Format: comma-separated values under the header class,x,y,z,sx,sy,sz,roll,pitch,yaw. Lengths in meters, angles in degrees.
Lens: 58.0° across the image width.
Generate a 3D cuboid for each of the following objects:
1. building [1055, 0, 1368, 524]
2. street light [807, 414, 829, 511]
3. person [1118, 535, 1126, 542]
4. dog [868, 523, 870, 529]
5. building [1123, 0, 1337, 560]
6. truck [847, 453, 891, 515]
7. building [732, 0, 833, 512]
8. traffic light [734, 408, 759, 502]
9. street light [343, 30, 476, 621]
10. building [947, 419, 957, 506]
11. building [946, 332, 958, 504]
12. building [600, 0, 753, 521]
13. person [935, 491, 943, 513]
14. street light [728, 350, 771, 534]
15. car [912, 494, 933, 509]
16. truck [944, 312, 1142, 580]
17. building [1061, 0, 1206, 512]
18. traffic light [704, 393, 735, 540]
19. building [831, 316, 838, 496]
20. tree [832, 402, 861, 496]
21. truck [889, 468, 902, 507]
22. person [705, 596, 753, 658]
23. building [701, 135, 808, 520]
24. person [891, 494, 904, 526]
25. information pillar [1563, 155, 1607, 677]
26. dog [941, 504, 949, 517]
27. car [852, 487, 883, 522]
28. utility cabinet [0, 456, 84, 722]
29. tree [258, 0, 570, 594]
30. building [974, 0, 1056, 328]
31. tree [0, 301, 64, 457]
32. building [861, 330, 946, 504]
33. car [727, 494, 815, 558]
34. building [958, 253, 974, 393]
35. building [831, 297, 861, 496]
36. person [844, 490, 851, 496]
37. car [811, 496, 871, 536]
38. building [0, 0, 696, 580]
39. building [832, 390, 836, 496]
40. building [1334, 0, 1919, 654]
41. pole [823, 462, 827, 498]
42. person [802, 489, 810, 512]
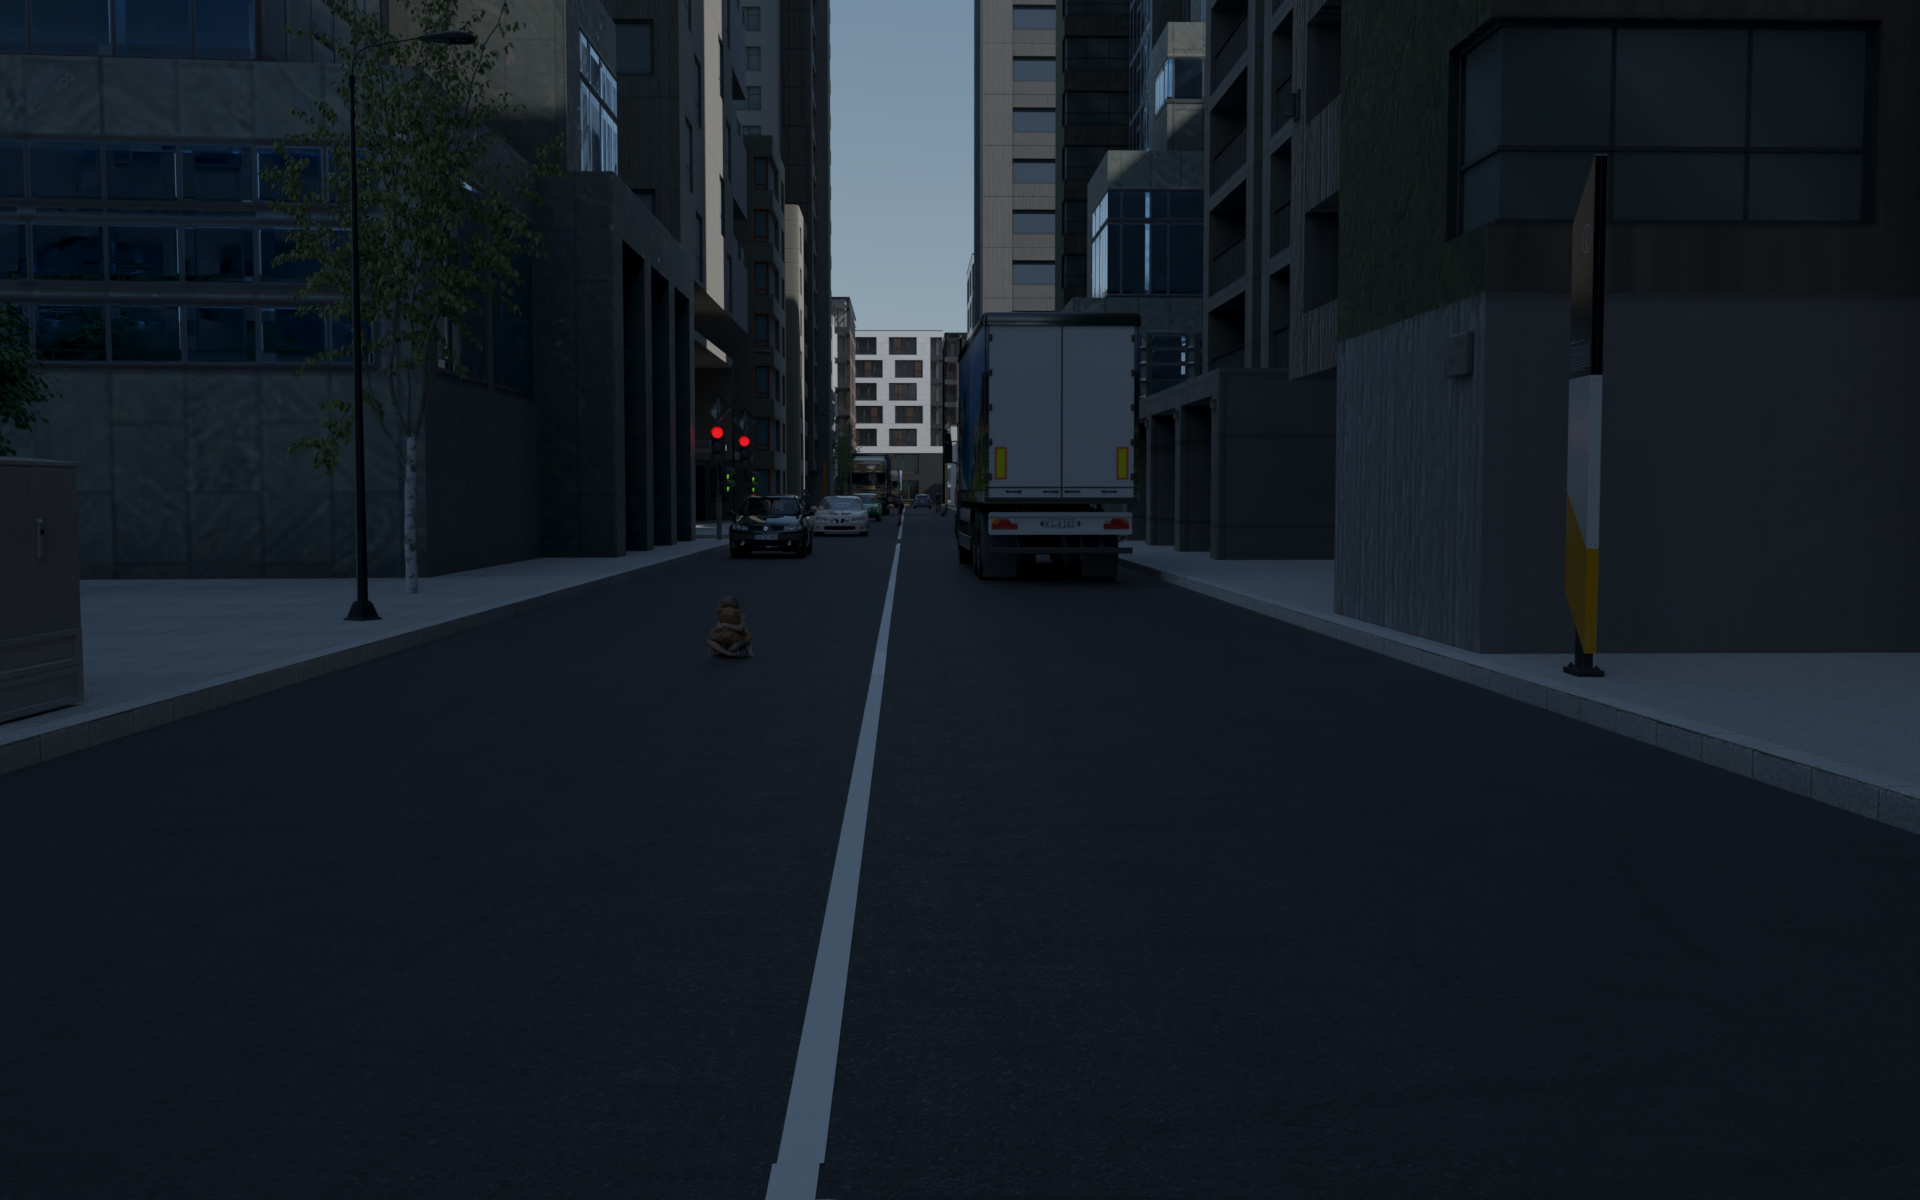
class,x,y,z,sx,sy,sz,roll,pitch,yaw
building,11.683,-19.371,88.417,14.160,30.474,14.107,0,4,-2
street light,-8.247,-7.813,100.290,1.470,5.913,1.316,0,4,-2
person,4.206,-1.818,46.245,0.381,0.543,0.357,3,5,43
dog,-3.931,-3.283,70.514,0.513,0.831,0.800,1,4,11
building,15.064,-36.581,36.346,20.563,71.187,20.611,0,4,-2
truck,-6.167,-8.050,120.532,2.839,4.237,11.283,0,4,-1
building,-16.170,-26.644,119.228,14.154,41.232,14.086,0,4,-2
traffic light,-6.942,-4.114,56.182,0.839,4.253,0.868,0,4,-2
street light,-5.552,-2.750,17.504,1.470,5.913,1.316,0,4,-2
building,3.388,-15.408,194.063,9.099,9.664,28.070,0,4,-2
building,14.041,-23.596,229.767,32.646,21.610,27.936,0,4,-2
building,-22.843,-29.260,67.640,28.713,52.752,27.495,0,4,-2
person,-1.633,-7.644,134.285,0.445,1.727,0.742,2,4,30
street light,-6.802,-5.109,56.077,1.470,5.913,1.316,0,4,-2
car,-3.648,-9.564,168.368,2.014,1.417,4.499,0,4,-1
truck,1.295,-2.654,32.308,2.839,4.237,11.283,0,4,-3
building,18.847,-46.082,66.119,31.000,86.520,22.319,0,4,-2
traffic light,-6.696,-3.626,48.201,0.839,4.253,0.868,0,4,-2
building,-19.724,-18.926,165.858,16.016,20.091,11.380,0,4,-2
tree,-10.224,-10.979,129.866,4.737,8.622,4.395,0,3,0
truck,-7.815,-12.354,190.907,2.839,4.237,11.283,0,4,0
person,-2.017,0.232,15.183,0.381,0.543,0.357,1,4,13
building,-23.289,-15.456,97.747,27.650,21.520,28.899,0,4,-2
person,-2.844,-4.101,78.776,0.697,1.427,0.421,-2,4,-35
information pillar,4.430,-1.279,12.267,0.183,3.616,0.504,0,4,2
dog,-0.994,-5.747,110.804,0.513,0.831,0.800,-1,4,-9
car,-5.043,-5.058,91.489,1.959,1.807,4.718,0,4,-1
utility cabinet,-5.456,-0.077,9.936,0.318,1.500,1.173,0,4,-2
tree,-7.131,-4.403,22.356,4.737,8.622,4.395,0,3,0
building,11.420,-35.162,116.896,21.231,58.520,28.212,0,4,-2
tree,-13.367,-2.365,22.387,4.285,4.588,4.351,0,3,0
building,-18.852,-23.561,229.198,32.646,21.610,27.936,0,4,-2
car,-4.360,-1.863,40.252,2.009,1.686,4.222,0,4,-2
building,14.475,-19.556,163.723,27.936,21.610,32.646,0,4,-2
building,-28.123,-21.333,192.771,32.646,21.610,27.936,0,4,-2
person,-11.555,-10.510,178.408,0.617,1.759,0.750,3,4,37
car,-4.127,-2.935,60.349,2.083,1.381,4.827,0,4,-2
building,-22.453,-44.098,33.674,31.000,86.520,22.319,0,4,-2
building,-14.990,-12.498,146.483,9.099,9.664,28.070,0,4,-2
building,10.974,-15.188,20.025,14.160,30.474,14.107,0,4,-2
pole,-8.612,-7.140,110.587,0.158,3.312,0.155,0,3,0
person,-8.139,-5.094,91.538,0.429,1.552,0.499,0,4,-4
